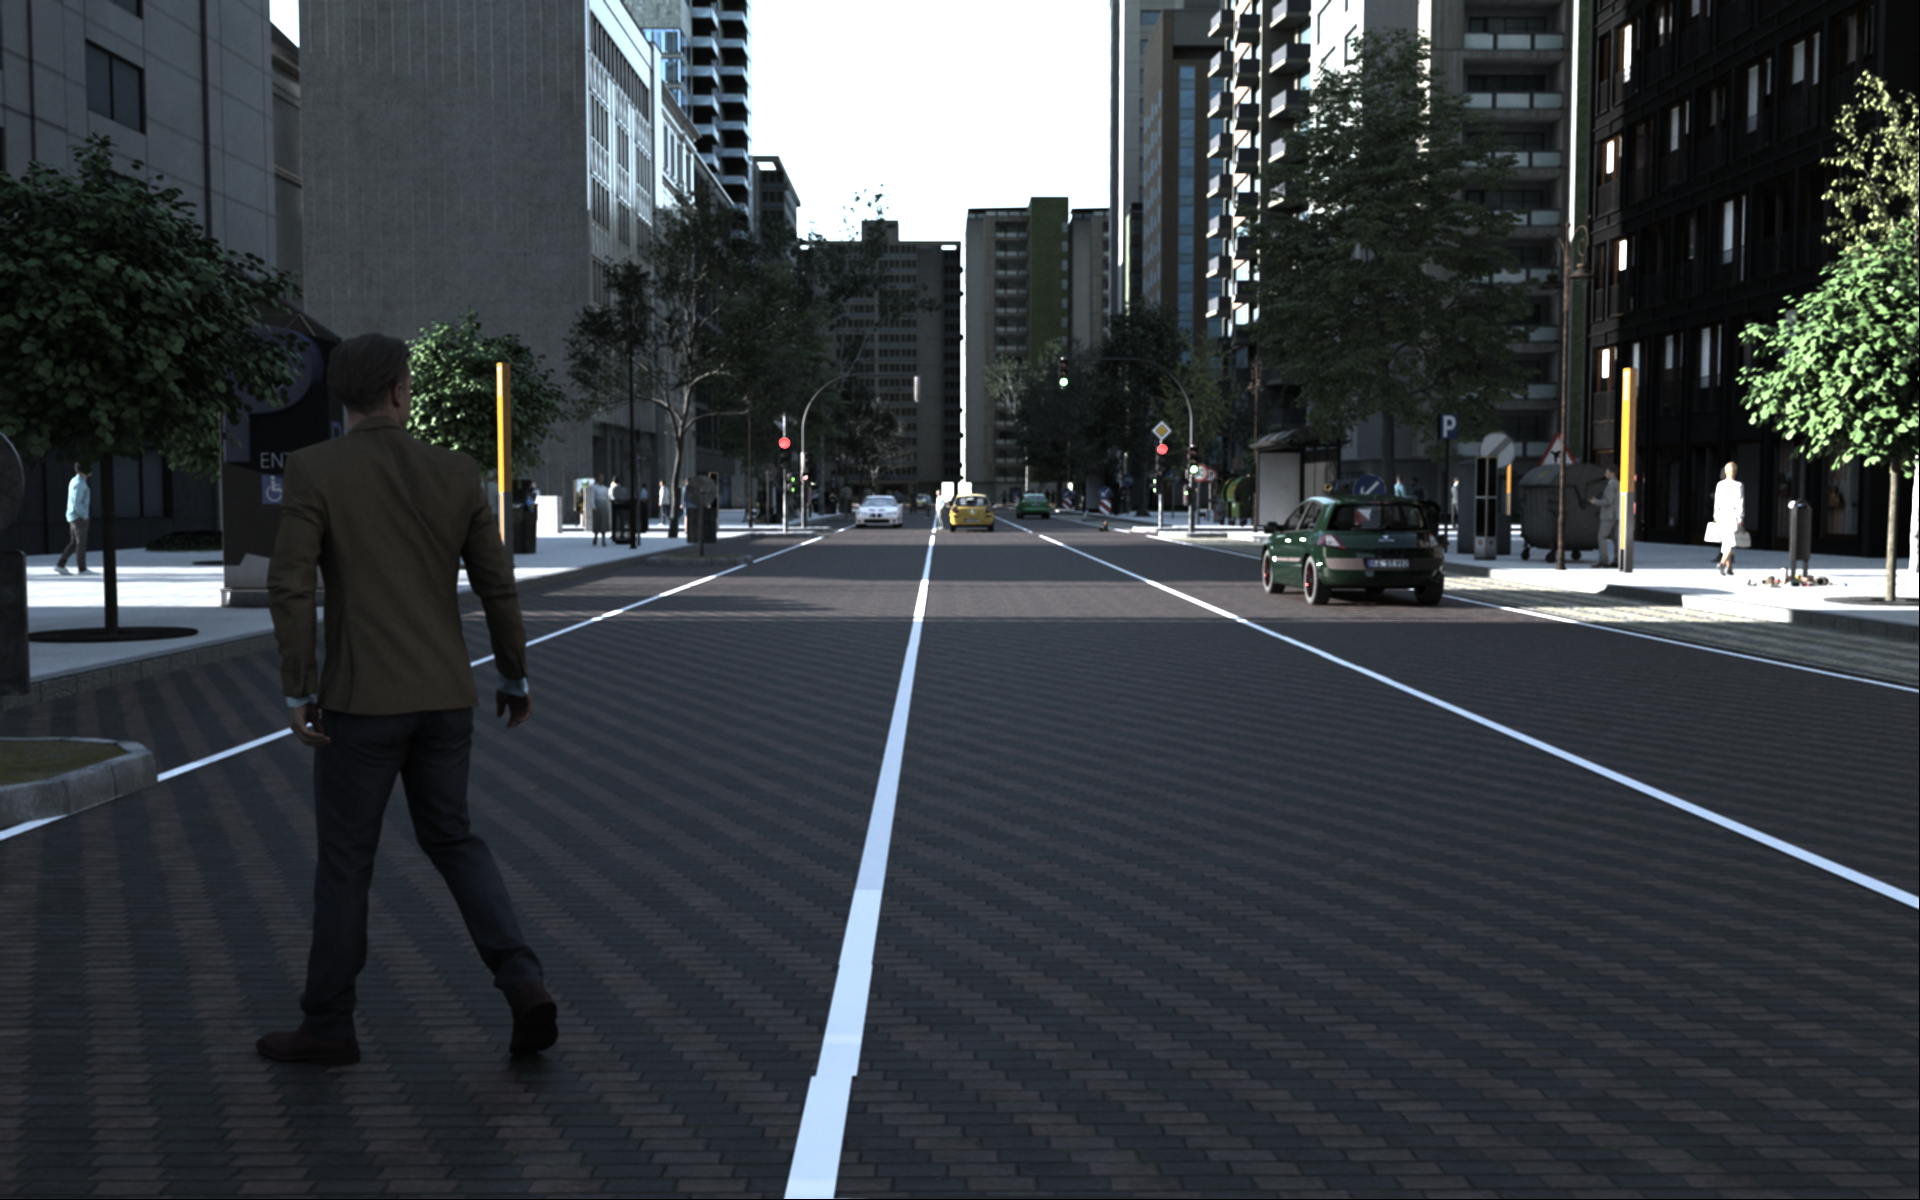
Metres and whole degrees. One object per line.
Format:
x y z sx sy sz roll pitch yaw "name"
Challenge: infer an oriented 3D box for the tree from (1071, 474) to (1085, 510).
10.079 -9.121 143.728 1.663 3.219 1.824 0 3 0 "tree"

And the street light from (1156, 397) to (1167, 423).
9.555 -6.689 82.156 0.468 5.910 1.993 0 4 -1 "street light"

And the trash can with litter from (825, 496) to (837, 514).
-8.349 -6.075 110.712 1.055 1.170 0.624 3 4 36 "trash can with litter"

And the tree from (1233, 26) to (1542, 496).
10.306 -7.647 43.152 7.486 12.596 7.792 0 3 0 "tree"

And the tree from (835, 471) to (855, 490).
-9.595 -9.259 145.979 1.663 3.219 1.824 0 3 0 "tree"

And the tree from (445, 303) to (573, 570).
-8.390 -2.823 29.877 4.285 4.588 4.351 0 3 0 "tree"

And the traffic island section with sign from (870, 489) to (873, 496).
-6.210 -6.688 117.971 1.989 1.847 2.006 0 4 -1 "traffic island section with sign"

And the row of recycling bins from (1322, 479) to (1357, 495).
10.689 -2.470 47.499 1.069 1.692 3.534 0 4 1 "row of recycling bins"

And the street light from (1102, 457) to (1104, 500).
9.227 -8.485 111.517 0.468 5.910 1.993 0 4 -1 "street light"

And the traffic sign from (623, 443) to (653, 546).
-7.968 -2.616 42.885 0.768 2.556 0.104 0 4 7 "traffic sign"

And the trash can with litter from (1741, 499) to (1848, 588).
11.665 -0.825 24.550 1.678 1.210 2.233 3 5 44 "trash can with litter"

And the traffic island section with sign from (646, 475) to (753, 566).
-5.274 -1.637 35.387 1.989 1.847 2.006 0 4 -1 "traffic island section with sign"

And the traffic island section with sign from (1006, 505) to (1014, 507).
6.242 -11.410 195.173 1.989 1.847 2.006 0 4 -1 "traffic island section with sign"

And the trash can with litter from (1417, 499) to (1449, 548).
11.197 -1.823 41.185 0.624 1.170 1.055 3 5 40 "trash can with litter"

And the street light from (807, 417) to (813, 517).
-8.265 -7.490 95.252 0.468 5.910 1.993 0 4 -1 "street light"

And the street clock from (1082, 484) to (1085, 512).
8.647 -7.107 120.774 0.358 2.002 0.471 0 4 7 "street clock"

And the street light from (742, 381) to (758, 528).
-8.005 -5.706 66.085 0.468 5.910 1.993 0 4 -1 "street light"

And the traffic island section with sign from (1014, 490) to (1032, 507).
6.549 -9.761 168.220 1.989 1.847 2.006 0 4 -1 "traffic island section with sign"

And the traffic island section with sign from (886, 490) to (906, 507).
-7.077 -11.422 195.372 1.989 1.847 2.006 0 4 -1 "traffic island section with sign"

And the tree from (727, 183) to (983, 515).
-7.047 -15.204 104.476 12.611 20.169 13.585 0 3 0 "tree"

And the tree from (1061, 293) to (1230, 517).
10.559 -11.114 98.714 9.611 12.733 9.660 0 3 0 "tree"

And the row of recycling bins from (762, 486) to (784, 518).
-10.099 -5.330 94.256 1.069 1.692 3.534 -1 4 -14 "row of recycling bins"

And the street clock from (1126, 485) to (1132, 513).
11.380 -6.894 117.292 0.471 2.002 0.358 0 4 -3 "street clock"

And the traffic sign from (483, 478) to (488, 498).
-9.150 -2.038 33.421 0.768 2.556 0.104 0 4 3 "traffic sign"

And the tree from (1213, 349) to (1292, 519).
14.788 -8.470 88.852 4.360 8.622 3.978 0 3 0 "tree"

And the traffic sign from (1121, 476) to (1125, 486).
11.384 -7.400 120.987 0.884 2.594 0.081 0 4 7 "traffic sign"

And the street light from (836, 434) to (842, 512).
-8.642 -9.243 123.916 0.468 5.910 1.993 0 4 -1 "street light"

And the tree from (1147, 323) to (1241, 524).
10.300 -7.634 75.185 4.737 8.622 4.395 0 3 0 "tree"

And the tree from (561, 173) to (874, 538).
-8.166 -7.099 50.487 7.601 10.594 8.767 2 4 30 "tree"

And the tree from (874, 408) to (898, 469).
-9.340 -12.358 136.457 8.767 10.594 7.601 -2 4 -33 "tree"

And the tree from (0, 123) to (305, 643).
-7.752 -1.946 15.528 4.285 4.588 4.351 0 3 0 "tree"

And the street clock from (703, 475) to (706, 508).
-9.873 -3.794 66.603 0.358 2.002 0.471 -2 4 -30 "street clock"

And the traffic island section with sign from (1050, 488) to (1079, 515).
7.122 -6.671 117.699 1.989 1.847 2.006 0 4 -1 "traffic island section with sign"

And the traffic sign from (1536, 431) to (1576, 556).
12.343 -2.193 35.852 0.884 2.594 0.081 0 4 0 "traffic sign"

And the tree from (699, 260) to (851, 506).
-9.136 -10.137 83.863 7.486 12.596 7.792 0 3 0 "tree"

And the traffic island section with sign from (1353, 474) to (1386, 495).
8.053 -1.633 35.333 1.989 1.847 2.006 0 4 -1 "traffic island section with sign"

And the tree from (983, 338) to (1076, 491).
9.406 -21.588 208.847 12.611 20.169 13.585 0 3 0 "tree"

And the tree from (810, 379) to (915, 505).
-10.527 -16.706 183.519 12.009 13.543 11.850 0 3 0 "tree"

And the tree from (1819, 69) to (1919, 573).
15.837 -4.752 28.055 4.737 8.622 4.395 0 3 0 "tree"

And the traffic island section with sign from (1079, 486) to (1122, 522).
7.419 -5.023 90.746 1.989 1.847 2.006 0 4 -1 "traffic island section with sign"

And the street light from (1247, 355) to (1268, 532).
9.863 -5.194 57.710 0.468 5.910 1.993 0 4 -1 "street light"

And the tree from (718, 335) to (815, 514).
-8.559 -7.770 77.408 4.360 8.622 3.978 0 3 0 "tree"

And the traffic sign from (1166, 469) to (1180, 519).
11.011 -5.470 89.534 0.768 2.556 0.104 0 4 1 "traffic sign"

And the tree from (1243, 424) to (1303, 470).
14.901 -5.985 81.576 4.285 4.588 4.351 0 3 0 "tree"

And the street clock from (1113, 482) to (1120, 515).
9.477 -6.141 104.980 0.358 2.002 0.471 3 4 38 "street clock"

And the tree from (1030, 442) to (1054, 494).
9.146 -14.362 185.174 4.737 8.622 4.395 0 3 0 "tree"

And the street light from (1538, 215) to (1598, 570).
10.139 -3.441 29.045 0.468 5.910 1.993 0 4 -1 "street light"

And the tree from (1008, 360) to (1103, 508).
9.219 -15.508 160.207 9.857 13.997 8.962 0 3 0 "tree"

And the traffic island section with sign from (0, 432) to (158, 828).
-4.964 0.034 8.064 1.989 1.847 2.006 0 4 -1 "traffic island section with sign"

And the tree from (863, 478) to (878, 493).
-10.522 -12.848 204.666 1.663 3.219 1.824 0 3 0 "tree"

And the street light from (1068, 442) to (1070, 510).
8.866 -10.279 140.848 0.468 5.910 1.993 0 4 -1 "street light"

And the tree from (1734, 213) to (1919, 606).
11.044 -2.236 20.277 4.285 4.588 4.351 0 3 0 "tree"

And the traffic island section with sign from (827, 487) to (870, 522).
-5.896 -5.014 90.605 1.989 1.847 2.006 0 4 -1 "traffic island section with sign"

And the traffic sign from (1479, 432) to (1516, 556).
11.015 -2.171 35.594 0.768 2.556 0.104 0 4 1 "traffic sign"

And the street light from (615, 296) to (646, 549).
-7.685 -4.145 40.551 0.468 5.910 1.993 0 4 -1 "street light"

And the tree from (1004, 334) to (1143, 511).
9.002 -13.551 131.929 12.009 13.543 11.850 0 3 0 "tree"

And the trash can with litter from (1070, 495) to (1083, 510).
9.664 -7.744 137.667 1.678 1.210 2.233 -3 5 -41 "trash can with litter"
